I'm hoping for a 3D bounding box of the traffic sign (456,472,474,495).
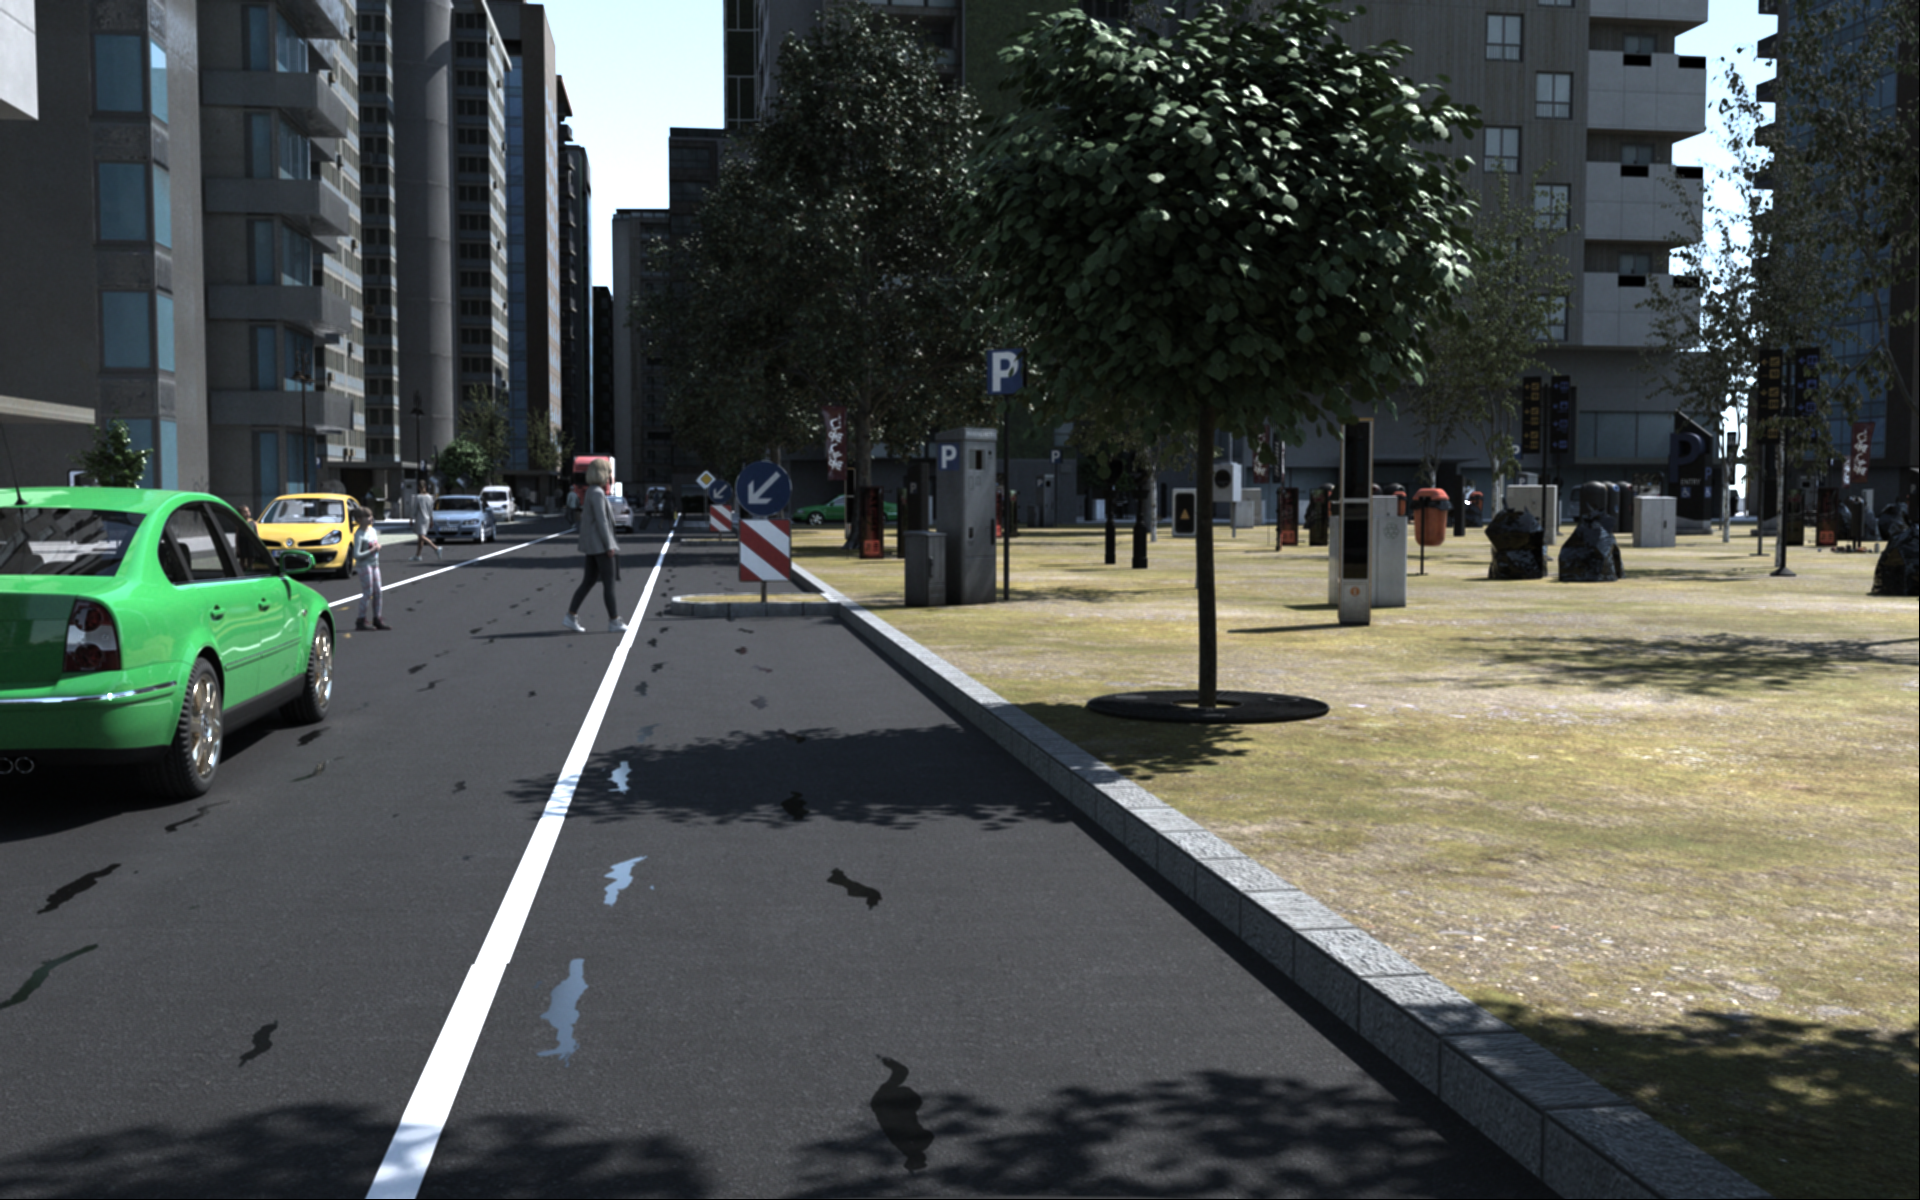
[{"bbox_3d":[-21.917,-4.470,76.723,0.795,2.450,0.064,-1,4,-9],"label":"traffic sign"}]

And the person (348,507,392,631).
[{"bbox_3d":[-6.197,-0.333,18.216,0.394,1.301,0.425,0,4,-3],"label":"person"}]

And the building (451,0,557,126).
[{"bbox_3d":[-43.673,-30.938,155.949,14.600,45.320,14.200,-1,4,-9],"label":"building"}]

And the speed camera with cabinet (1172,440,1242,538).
[{"bbox_3d":[7.295,-3.482,51.272,2.038,3.252,0.660,3,4,37],"label":"speed camera with cabinet"}]

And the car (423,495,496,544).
[{"bbox_3d":[-14.724,-2.379,50.903,2.014,1.417,4.499,0,4,-8],"label":"car"}]

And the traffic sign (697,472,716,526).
[{"bbox_3d":[-10.307,-4.085,70.436,0.795,2.450,0.064,-1,4,-9],"label":"traffic sign"}]

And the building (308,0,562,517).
[{"bbox_3d":[-46.294,-26.563,126.190,32.217,40.220,23.993,-1,4,-9],"label":"building"}]

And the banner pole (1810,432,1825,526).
[{"bbox_3d":[34.409,-4.853,69.363,0.401,3.779,0.863,0,4,-3],"label":"banner pole"}]

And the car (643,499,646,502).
[{"bbox_3d":[-29.644,-9.482,167.615,1.945,1.354,3.894,-1,4,-11],"label":"car"}]

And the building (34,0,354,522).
[{"bbox_3d":[-36.287,-26.596,54.451,30.456,49.044,23.786,-1,4,-9],"label":"building"}]

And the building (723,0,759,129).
[{"bbox_3d":[-21.376,-47.699,218.133,20.563,71.187,20.611,-1,4,-9],"label":"building"}]

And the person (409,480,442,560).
[{"bbox_3d":[-11.530,-1.717,37.325,0.760,1.731,0.466,0,4,1],"label":"person"}]

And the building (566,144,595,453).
[{"bbox_3d":[-53.606,-34.686,217.225,14.200,45.320,14.600,-1,4,-9],"label":"building"}]

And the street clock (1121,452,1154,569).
[{"bbox_3d":[3.102,-1.545,29.835,0.358,2.002,0.471,-2,4,-33],"label":"street clock"}]

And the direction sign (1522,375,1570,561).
[{"bbox_3d":[11.259,-2.529,33.346,0.876,3.537,0.379,2,4,31],"label":"direction sign"}]

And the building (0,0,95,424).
[{"bbox_3d":[-29.754,-26.373,20.435,28.713,52.752,27.495,-1,4,-9],"label":"building"}]

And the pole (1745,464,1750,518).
[{"bbox_3d":[42.830,-6.134,94.142,0.158,3.312,0.155,0,3,0],"label":"pole"}]

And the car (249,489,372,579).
[{"bbox_3d":[-11.341,-1.227,30.286,2.015,1.641,3.980,-1,4,-10],"label":"car"}]

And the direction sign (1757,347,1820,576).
[{"bbox_3d":[12.913,-2.145,27.068,0.876,3.537,0.379,3,4,38],"label":"direction sign"}]

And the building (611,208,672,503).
[{"bbox_3d":[-41.100,-34.094,241.033,14.086,41.232,14.154,-1,4,-9],"label":"building"}]

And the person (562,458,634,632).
[{"bbox_3d":[-3.791,-0.572,18.036,0.728,1.800,0.709,-1,4,-20],"label":"person"}]

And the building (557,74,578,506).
[{"bbox_3d":[-50.901,-31.925,176.591,22.147,44.769,28.867,-1,4,-9],"label":"building"}]

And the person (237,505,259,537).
[{"bbox_3d":[-11.158,-0.854,27.130,0.362,1.253,0.373,-2,4,-31],"label":"person"}]

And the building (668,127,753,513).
[{"bbox_3d":[-16.327,-22.551,140.407,14.160,30.474,14.107,-1,4,-9],"label":"building"}]

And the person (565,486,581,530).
[{"bbox_3d":[-15.626,-3.739,70.116,0.515,1.767,0.782,2,4,27],"label":"person"}]

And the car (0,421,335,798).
[{"bbox_3d":[-4.656,-0.037,9.396,1.959,1.807,4.718,-1,4,-9],"label":"car"}]

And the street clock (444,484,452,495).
[{"bbox_3d":[-31.044,-6.149,105.108,0.471,2.002,0.358,2,4,33],"label":"street clock"}]

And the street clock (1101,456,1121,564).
[{"bbox_3d":[2.762,-1.665,31.789,0.471,2.002,0.358,0,4,6],"label":"street clock"}]

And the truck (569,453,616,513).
[{"bbox_3d":[-25.547,-8.081,121.037,2.839,4.237,11.283,-1,4,-9],"label":"truck"}]

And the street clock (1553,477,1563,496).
[{"bbox_3d":[25.765,-4.288,74.674,0.358,2.002,0.471,-1,4,-13],"label":"street clock"}]

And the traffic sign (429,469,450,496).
[{"bbox_3d":[-20.678,-3.987,68.834,0.795,2.450,0.064,-1,4,-9],"label":"traffic sign"}]

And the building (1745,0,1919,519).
[{"bbox_3d":[54.119,-27.182,94.533,14.200,45.320,14.600,-1,4,-9],"label":"building"}]

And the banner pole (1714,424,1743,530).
[{"bbox_3d":[27.043,-4.345,61.065,0.401,3.779,0.863,-1,4,-21],"label":"banner pole"}]

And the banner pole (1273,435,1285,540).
[{"bbox_3d":[9.029,-3.602,48.912,0.401,3.779,0.863,-1,4,-19],"label":"banner pole"}]

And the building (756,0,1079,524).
[{"bbox_3d":[-2.526,-24.481,83.855,14.086,41.232,14.154,-1,4,-9],"label":"building"}]

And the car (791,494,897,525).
[{"bbox_3d":[-4.972,-4.075,75.417,4.718,1.807,1.959,-1,4,-10],"label":"car"}]

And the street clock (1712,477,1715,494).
[{"bbox_3d":[31.011,-4.109,71.753,0.471,2.002,0.358,2,4,25],"label":"street clock"}]

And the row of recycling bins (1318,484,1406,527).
[{"bbox_3d":[15.789,-3.742,68.286,3.534,1.692,1.069,0,4,-5],"label":"row of recycling bins"}]

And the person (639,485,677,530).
[{"bbox_3d":[-12.096,-3.725,69.622,1.509,1.804,0.699,1,4,12],"label":"person"}]

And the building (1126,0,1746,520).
[{"bbox_3d":[24.443,-31.077,97.340,27.495,52.752,28.713,-1,4,-9],"label":"building"}]

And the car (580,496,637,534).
[{"bbox_3d":[-13.035,-3.166,64.131,2.083,1.381,4.827,-1,4,-10],"label":"car"}]

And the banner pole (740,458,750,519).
[{"bbox_3d":[-10.188,-5.651,82.403,0.863,3.779,0.401,3,5,44],"label":"banner pole"}]

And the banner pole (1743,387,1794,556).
[{"bbox_3d":[16.812,-2.801,35.816,0.401,3.779,0.863,-2,4,-35],"label":"banner pole"}]

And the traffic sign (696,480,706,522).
[{"bbox_3d":[-11.546,-4.568,78.325,0.795,2.450,0.064,-1,4,-9],"label":"traffic sign"}]

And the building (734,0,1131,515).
[{"bbox_3d":[1.221,-25.902,115.381,32.217,40.220,23.993,-1,4,-9],"label":"building"}]

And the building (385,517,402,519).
[{"bbox_3d":[-46.401,-24.585,93.851,32.217,40.220,23.993,-1,4,-9],"label":"building"}]

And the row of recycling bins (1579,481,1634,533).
[{"bbox_3d":[21.533,-3.053,57.032,3.534,1.692,1.069,-3,5,-39],"label":"row of recycling bins"}]

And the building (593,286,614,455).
[{"bbox_3d":[-55.031,-28.594,239.211,14.107,30.474,14.160,-1,4,-9],"label":"building"}]

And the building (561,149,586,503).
[{"bbox_3d":[-50.815,-31.545,199.361,14.154,41.232,14.086,-1,4,-9],"label":"building"}]

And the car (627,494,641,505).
[{"bbox_3d":[-42.534,-13.051,225.384,2.014,1.417,4.499,0,4,-7],"label":"car"}]
